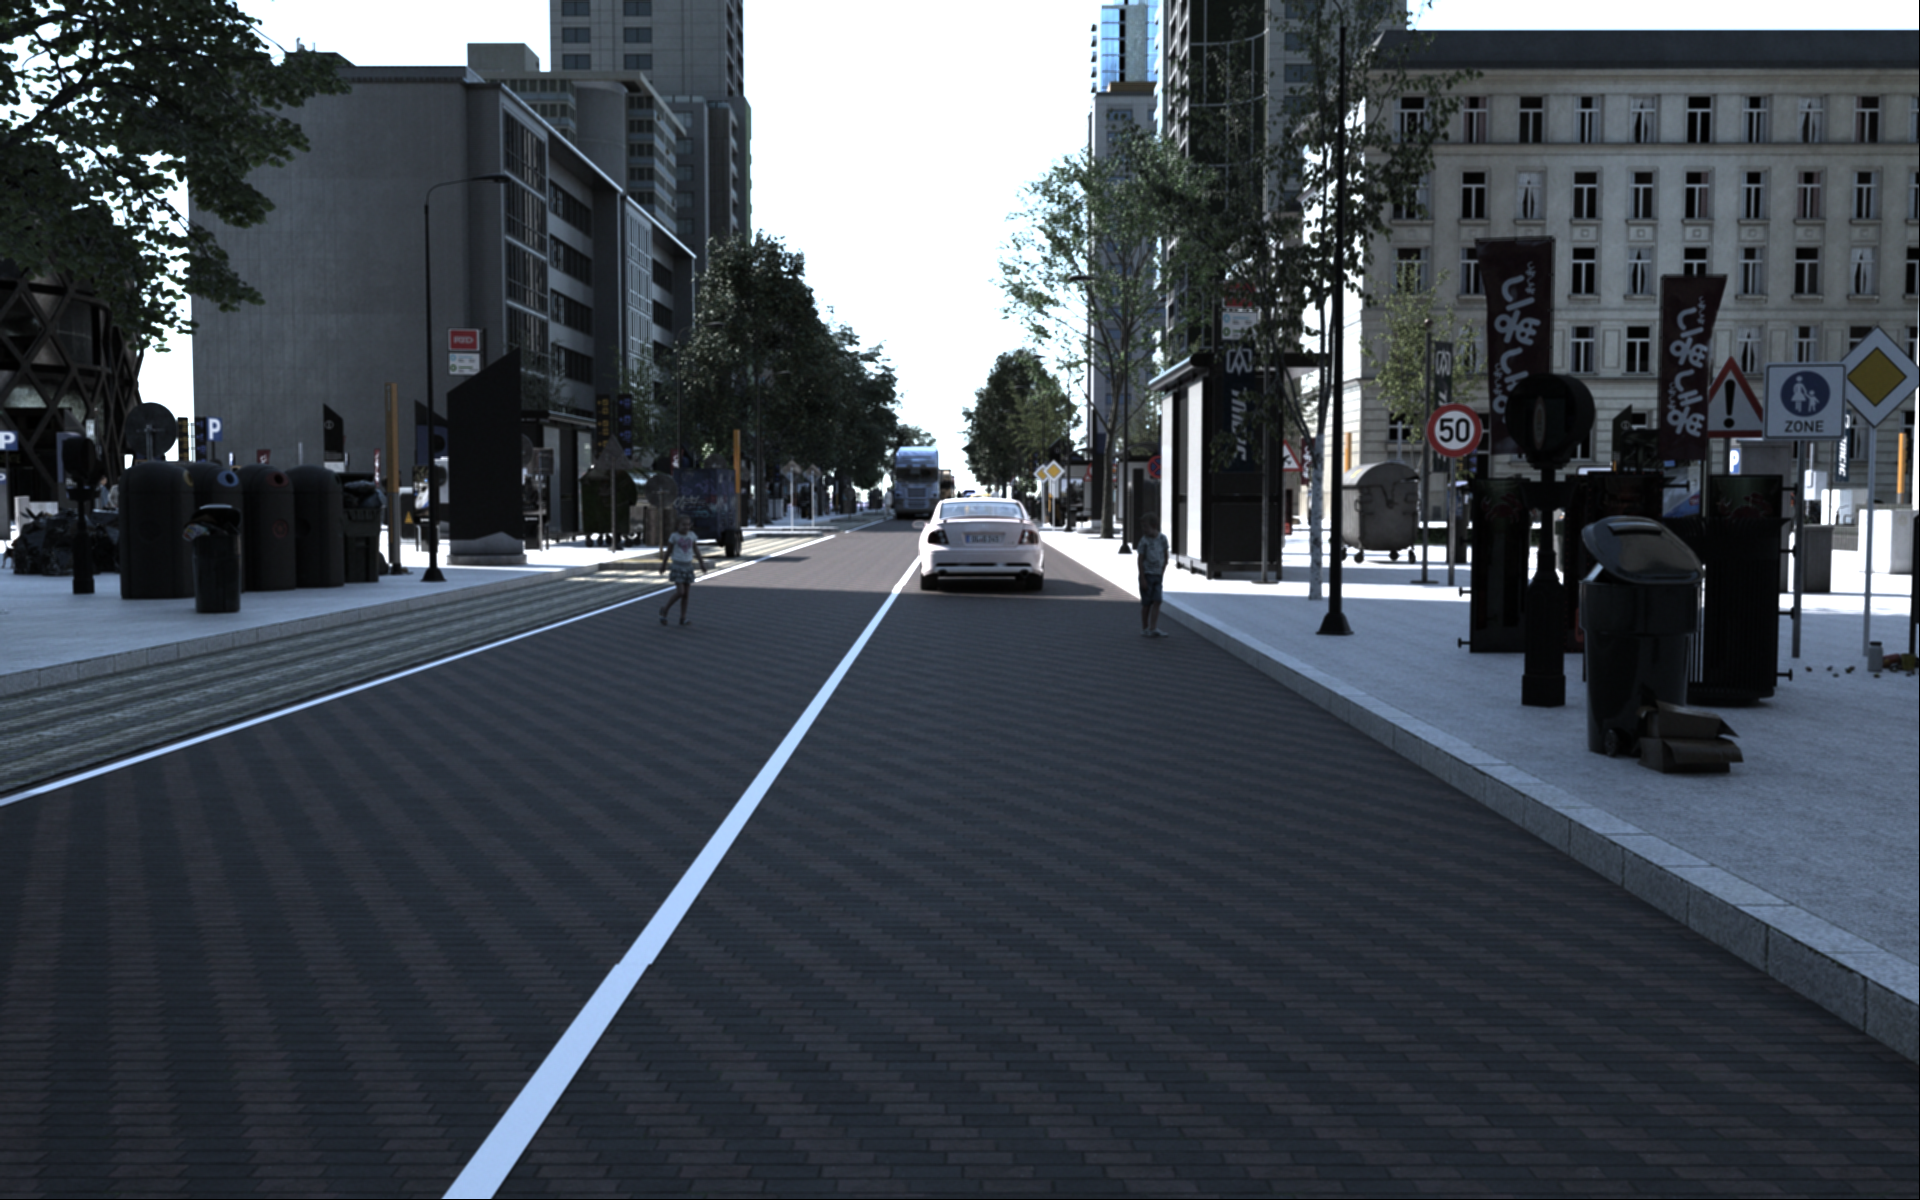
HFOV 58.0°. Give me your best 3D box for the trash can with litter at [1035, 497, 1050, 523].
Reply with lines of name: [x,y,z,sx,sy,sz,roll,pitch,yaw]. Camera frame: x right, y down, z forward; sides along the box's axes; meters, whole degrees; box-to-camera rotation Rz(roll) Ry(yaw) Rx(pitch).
trash can with litter: [3.853,-4.028,77.244,0.624,1.170,1.055,-3,5,-42]

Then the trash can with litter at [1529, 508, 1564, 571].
trash can with litter: [5.666,-0.270,15.798,0.624,1.170,1.055,-3,5,-44]

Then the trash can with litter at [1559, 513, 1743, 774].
trash can with litter: [3.426,0.186,8.345,0.624,1.170,1.055,0,4,-6]

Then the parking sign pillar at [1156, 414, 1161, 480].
parking sign pillar: [7.230,-4.240,57.795,1.447,3.967,1.447,1,4,20]

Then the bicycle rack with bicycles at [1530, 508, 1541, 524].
bicycle rack with bicycles: [23.757,-3.816,75.772,2.852,0.926,2.925,0,4,-4]

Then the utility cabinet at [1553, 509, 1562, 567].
utility cabinet: [10.714,-1.325,30.348,0.318,1.500,1.173,3,5,42]

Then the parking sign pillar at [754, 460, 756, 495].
parking sign pillar: [-15.948,-9.058,136.571,1.447,3.967,1.447,0,4,0]

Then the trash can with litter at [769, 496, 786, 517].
trash can with litter: [-10.458,-5.308,98.175,1.055,1.170,0.624,-3,5,-43]

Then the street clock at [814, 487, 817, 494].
street clock: [-9.202,-6.420,109.529,0.471,2.002,0.358,3,5,43]

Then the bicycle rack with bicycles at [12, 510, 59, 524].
bicycle rack with bicycles: [-36.346,-3.424,69.372,2.925,0.926,2.852,-3,5,-43]

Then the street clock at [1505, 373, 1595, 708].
street clock: [3.546,-0.361,10.466,0.358,2.002,0.471,-3,5,-42]

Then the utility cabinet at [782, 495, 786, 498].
utility cabinet: [-13.216,-7.171,128.407,0.306,1.237,1.020,-2,4,-28]

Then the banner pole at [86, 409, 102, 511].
banner pole: [-25.540,-3.737,51.121,0.863,3.779,0.401,2,4,35]

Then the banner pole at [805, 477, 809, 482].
banner pole: [-11.263,-8.501,129.013,0.863,3.779,0.401,3,4,37]

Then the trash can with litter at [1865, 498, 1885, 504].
trash can with litter: [26.497,-2.351,49.827,1.055,1.170,0.624,-1,4,-23]

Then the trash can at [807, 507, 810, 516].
trash can: [-8.723,-5.401,99.958,0.748,1.137,0.748,0,3,0]

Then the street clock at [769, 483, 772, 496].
street clock: [-12.355,-6.671,113.648,0.358,2.002,0.471,-2,4,-29]

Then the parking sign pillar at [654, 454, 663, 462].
parking sign pillar: [-15.916,-6.378,92.757,1.447,3.967,1.447,3,5,40]

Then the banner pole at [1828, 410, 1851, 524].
banner pole: [23.065,-3.394,45.506,0.401,3.779,0.863,-1,4,-16]

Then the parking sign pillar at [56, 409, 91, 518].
parking sign pillar: [-27.808,-4.035,54.448,1.447,3.967,1.447,2,4,33]

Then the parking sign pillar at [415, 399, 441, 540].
parking sign pillar: [-14.803,-3.717,49.247,1.447,3.967,1.447,-1,4,-11]

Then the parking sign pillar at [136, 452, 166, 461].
parking sign pillar: [-37.694,-5.643,80.737,1.447,3.967,1.447,-1,4,-20]

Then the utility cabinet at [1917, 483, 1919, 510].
utility cabinet: [16.655,-1.279,29.590,0.318,1.500,1.173,1,4,14]

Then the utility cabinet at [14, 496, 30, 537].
utility cabinet: [-26.951,-2.362,49.776,0.306,1.237,1.020,-2,4,-34]

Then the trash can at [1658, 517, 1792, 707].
trash can: [4.666,0.064,10.614,0.748,1.137,0.748,0,3,0]

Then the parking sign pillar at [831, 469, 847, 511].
parking sign pillar: [-8.989,-8.662,130.096,1.447,3.967,1.447,3,4,37]

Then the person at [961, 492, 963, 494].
person: [0.295,-15.516,262.919,1.217,1.736,0.721,0,4,4]

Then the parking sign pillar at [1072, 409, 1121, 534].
parking sign pillar: [4.466,-4.112,55.701,1.447,3.967,1.447,0,4,7]

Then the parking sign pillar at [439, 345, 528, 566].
parking sign pillar: [-8.614,-2.627,31.424,1.447,3.967,1.447,-1,4,-15]

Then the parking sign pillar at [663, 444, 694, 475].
parking sign pillar: [-14.159,-6.162,89.214,1.447,3.967,1.447,-2,4,-35]

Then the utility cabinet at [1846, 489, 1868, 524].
utility cabinet: [36.558,-3.780,70.475,0.318,1.500,1.173,-1,4,-11]

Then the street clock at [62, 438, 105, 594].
street clock: [-11.305,-1.084,22.286,0.358,2.002,0.471,0,4,-1]

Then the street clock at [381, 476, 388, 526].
street clock: [-23.288,-4.030,70.458,0.358,2.002,0.471,1,4,23]

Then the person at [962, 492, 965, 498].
person: [0.344,-13.584,231.389,1.217,1.735,0.721,3,5,39]

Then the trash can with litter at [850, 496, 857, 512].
trash can with litter: [-7.511,-6.664,120.338,0.624,1.170,1.055,-1,4,-17]

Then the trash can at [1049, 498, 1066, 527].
trash can: [3.819,-3.424,67.630,0.748,1.137,0.748,0,3,0]

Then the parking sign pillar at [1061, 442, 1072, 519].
parking sign pillar: [5.854,-6.164,89.253,1.447,3.967,1.447,-1,4,-15]

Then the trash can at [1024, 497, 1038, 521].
trash can: [3.544,-4.176,79.937,0.748,1.137,0.748,0,3,0]

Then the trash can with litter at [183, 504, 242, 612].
trash can with litter: [-8.219,-0.463,18.964,0.624,1.170,1.055,-2,4,-30]

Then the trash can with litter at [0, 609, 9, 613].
trash can with litter: [-10.905,-0.407,17.711,1.678,1.210,2.233,3,5,44]

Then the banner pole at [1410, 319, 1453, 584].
banner pole: [6.862,-2.138,24.974,0.863,3.779,0.401,-3,5,-41]

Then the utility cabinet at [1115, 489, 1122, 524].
utility cabinet: [7.138,-3.937,73.048,1.173,1.500,0.318,0,4,3]

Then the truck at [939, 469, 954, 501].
truck: [-2.202,-12.601,194.940,2.839,4.237,11.283,0,4,-1]

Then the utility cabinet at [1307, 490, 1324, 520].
utility cabinet: [17.563,-4.699,85.505,0.318,1.500,1.173,-1,4,-14]

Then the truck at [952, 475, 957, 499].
truck: [-1.992,-16.625,260.738,2.839,4.237,11.283,0,4,-1]

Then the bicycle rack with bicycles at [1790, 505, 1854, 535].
bicycle rack with bicycles: [27.140,-2.549,55.053,2.852,0.926,2.925,1,4,21]

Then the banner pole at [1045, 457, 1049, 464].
banner pole: [5.146,-6.981,104.149,0.863,3.779,0.401,0,4,8]

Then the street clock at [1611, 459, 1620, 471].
street clock: [13.474,-1.888,35.440,0.358,2.002,0.471,1,4,9]

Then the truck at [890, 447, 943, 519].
truck: [-2.314,-7.022,104.569,2.967,4.110,18.799,0,4,1]

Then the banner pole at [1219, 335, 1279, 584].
banner pole: [4.143,-2.125,24.758,0.863,3.779,0.401,1,4,18]

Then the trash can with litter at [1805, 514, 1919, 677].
trash can with litter: [7.299,-0.062,12.069,1.678,1.210,2.233,-3,5,-42]
